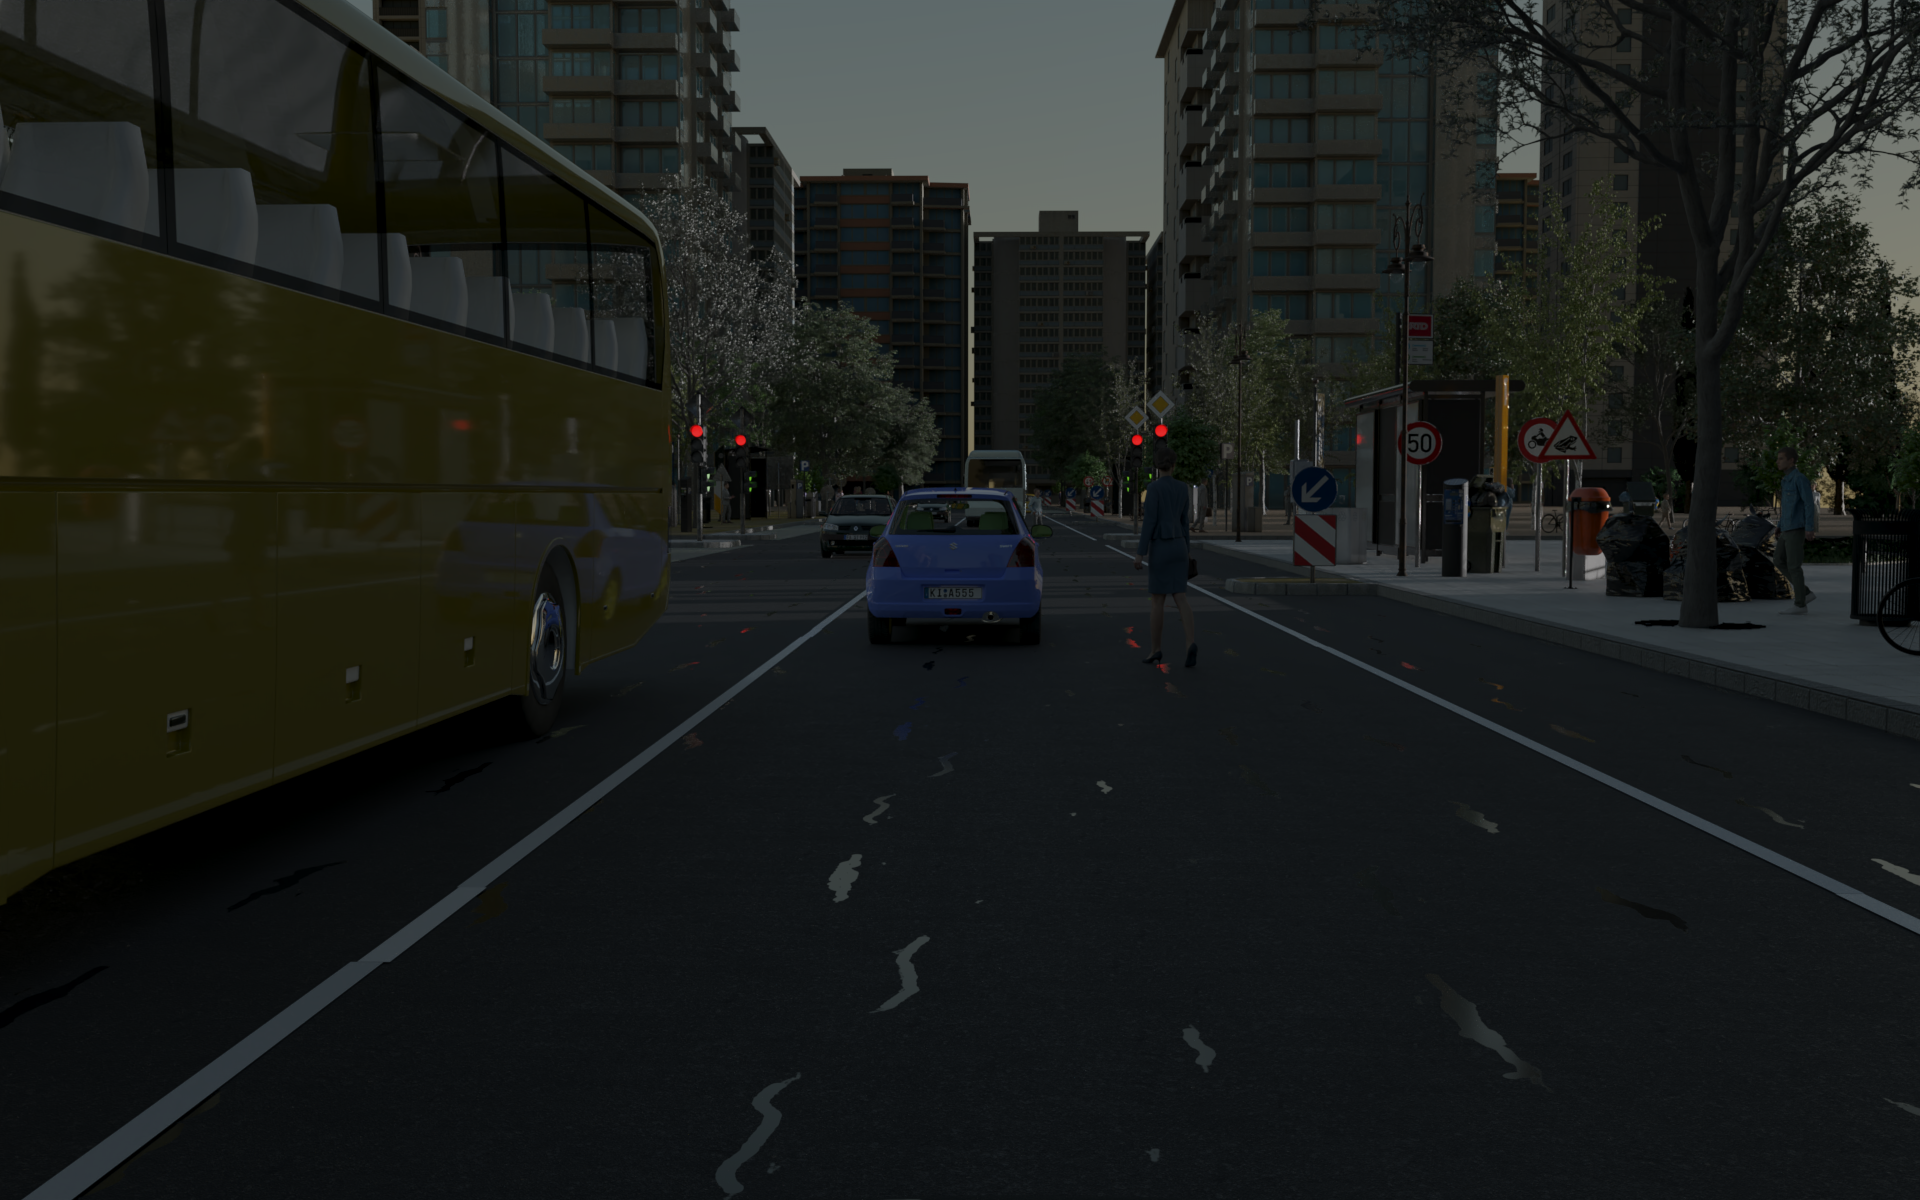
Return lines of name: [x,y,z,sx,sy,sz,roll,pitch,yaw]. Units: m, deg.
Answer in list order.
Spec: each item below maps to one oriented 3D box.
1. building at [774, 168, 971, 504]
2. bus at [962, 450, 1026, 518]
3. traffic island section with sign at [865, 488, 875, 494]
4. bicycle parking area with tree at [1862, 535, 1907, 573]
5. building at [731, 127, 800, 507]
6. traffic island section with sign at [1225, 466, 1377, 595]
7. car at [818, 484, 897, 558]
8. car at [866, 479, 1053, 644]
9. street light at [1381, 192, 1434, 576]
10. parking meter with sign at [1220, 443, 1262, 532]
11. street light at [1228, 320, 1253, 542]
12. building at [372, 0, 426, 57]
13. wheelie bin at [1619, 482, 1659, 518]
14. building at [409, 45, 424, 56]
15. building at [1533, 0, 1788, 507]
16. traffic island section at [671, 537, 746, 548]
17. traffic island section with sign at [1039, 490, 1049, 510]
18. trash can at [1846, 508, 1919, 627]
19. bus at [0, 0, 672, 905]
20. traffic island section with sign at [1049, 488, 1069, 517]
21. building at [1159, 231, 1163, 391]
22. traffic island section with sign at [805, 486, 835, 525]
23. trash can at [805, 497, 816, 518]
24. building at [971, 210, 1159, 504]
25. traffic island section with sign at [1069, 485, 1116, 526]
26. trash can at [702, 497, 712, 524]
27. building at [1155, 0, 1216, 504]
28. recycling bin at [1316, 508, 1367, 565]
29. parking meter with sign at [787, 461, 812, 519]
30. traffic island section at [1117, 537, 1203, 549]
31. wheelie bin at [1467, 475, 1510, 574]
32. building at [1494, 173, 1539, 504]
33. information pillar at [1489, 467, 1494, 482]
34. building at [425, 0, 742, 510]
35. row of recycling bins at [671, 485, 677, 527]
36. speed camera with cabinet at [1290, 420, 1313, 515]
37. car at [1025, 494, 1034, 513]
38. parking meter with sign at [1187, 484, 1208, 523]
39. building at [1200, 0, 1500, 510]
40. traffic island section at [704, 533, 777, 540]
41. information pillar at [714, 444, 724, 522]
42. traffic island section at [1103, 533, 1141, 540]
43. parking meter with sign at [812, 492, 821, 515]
building: [-12.999,-35.537,235.657,28.867,44.769,22.147,0,4,1]
bus: [1.530,-5.159,79.201,2.948,3.499,13.247,0,4,0]
traffic island section with sign: [-5.497,-6.001,106.737,1.989,1.847,2.006,0,4,1]
bicycle parking area with tree: [17.853,-2.299,24.587,8.231,4.147,9.016,1,4,19]
building: [-29.409,-29.808,179.246,23.993,40.220,32.217,0,4,1]
traffic island section with sign: [4.974,-1.034,25.532,1.989,1.847,2.006,0,4,1]
car: [-2.219,-1.860,40.205,2.009,1.686,4.222,0,4,2]
car: [-0.007,-0.506,17.860,1.945,1.707,3.694,0,4,2]
street light: [6.922,-3.311,26.930,0.468,5.910,1.993,0,4,1]
parking meter with sign: [9.564,-3.815,58.635,0.543,3.016,1.738,-2,4,-31]
street light: [7.465,-4.494,46.261,0.468,5.910,1.993,0,4,1]
building: [-65.960,-48.721,234.843,20.611,71.187,20.563,0,4,1]
wheelie bin: [17.559,-2.262,44.899,0.980,1.594,0.693,0,4,-1]
building: [-66.629,-34.348,185.293,21.600,48.544,21.300,0,4,1]
building: [71.843,-45.509,182.319,20.611,71.187,20.563,0,4,1]
traffic island section: [-7.113,-1.525,47.215,2.009,0.180,2.903,0,4,1]
traffic island section with sign: [7.807,-9.054,156.653,1.989,1.847,2.006,0,4,1]
trash can: [9.035,-0.320,16.885,0.748,1.137,0.748,0,3,0]
bus: [-3.737,-0.969,7.386,2.896,3.916,12.252,0,4,2]
traffic island section with sign: [6.747,-6.060,107.711,1.989,1.847,2.006,0,4,1]
building: [38.176,-33.503,239.659,23.993,40.220,32.217,0,4,1]
traffic island section with sign: [-6.074,-4.352,79.788,1.989,1.847,2.006,0,4,1]
trash can: [-8.013,-4.942,92.450,0.748,1.137,0.748,0,3,0]
building: [13.559,-33.532,240.123,23.993,40.220,32.217,0,4,1]
traffic island section with sign: [6.148,-4.336,79.515,1.989,1.847,2.006,0,4,1]
trash can: [-11.181,-3.910,75.575,0.748,1.137,0.748,0,3,0]
building: [35.736,-36.133,180.005,28.713,52.752,27.495,0,4,1]
recycling bin: [7.006,-1.179,31.835,0.722,1.027,0.722,3,4,39]
parking meter with sign: [-8.529,-5.780,90.765,0.543,3.016,1.738,-2,4,-32]
traffic island section: [5.425,-1.508,46.939,2.009,0.180,2.903,0,4,1]
wheelie bin: [8.527,-1.241,28.206,0.693,1.594,0.980,3,5,42]
building: [64.916,-35.425,233.827,28.867,44.769,22.147,0,4,1]
information pillar: [14.558,-2.600,47.010,0.304,2.012,0.304,0,4,-5]
building: [-30.588,-32.151,145.284,23.786,49.044,30.456,0,4,1]
row of recycling bins: [-11.703,-3.651,66.810,1.069,1.692,3.534,0,4,4]
speed camera with cabinet: [9.222,-3.146,45.766,0.660,3.252,2.038,0,4,-1]
car: [4.264,-6.307,113.350,2.015,1.641,3.980,0,4,0]
parking meter with sign: [10.041,-4.877,75.992,1.738,3.016,0.543,3,4,36]
building: [33.107,-32.513,151.196,23.786,49.044,30.456,0,4,1]
traffic island section: [-6.940,-2.013,55.198,2.009,0.180,2.903,0,4,1]
information pillar: [-11.209,-5.465,80.713,0.504,3.616,0.183,-2,4,-29]
traffic island section: [5.598,-1.996,54.923,2.009,0.180,2.903,0,4,1]
parking meter with sign: [-9.142,-6.760,106.785,1.738,3.016,0.543,3,5,45]
